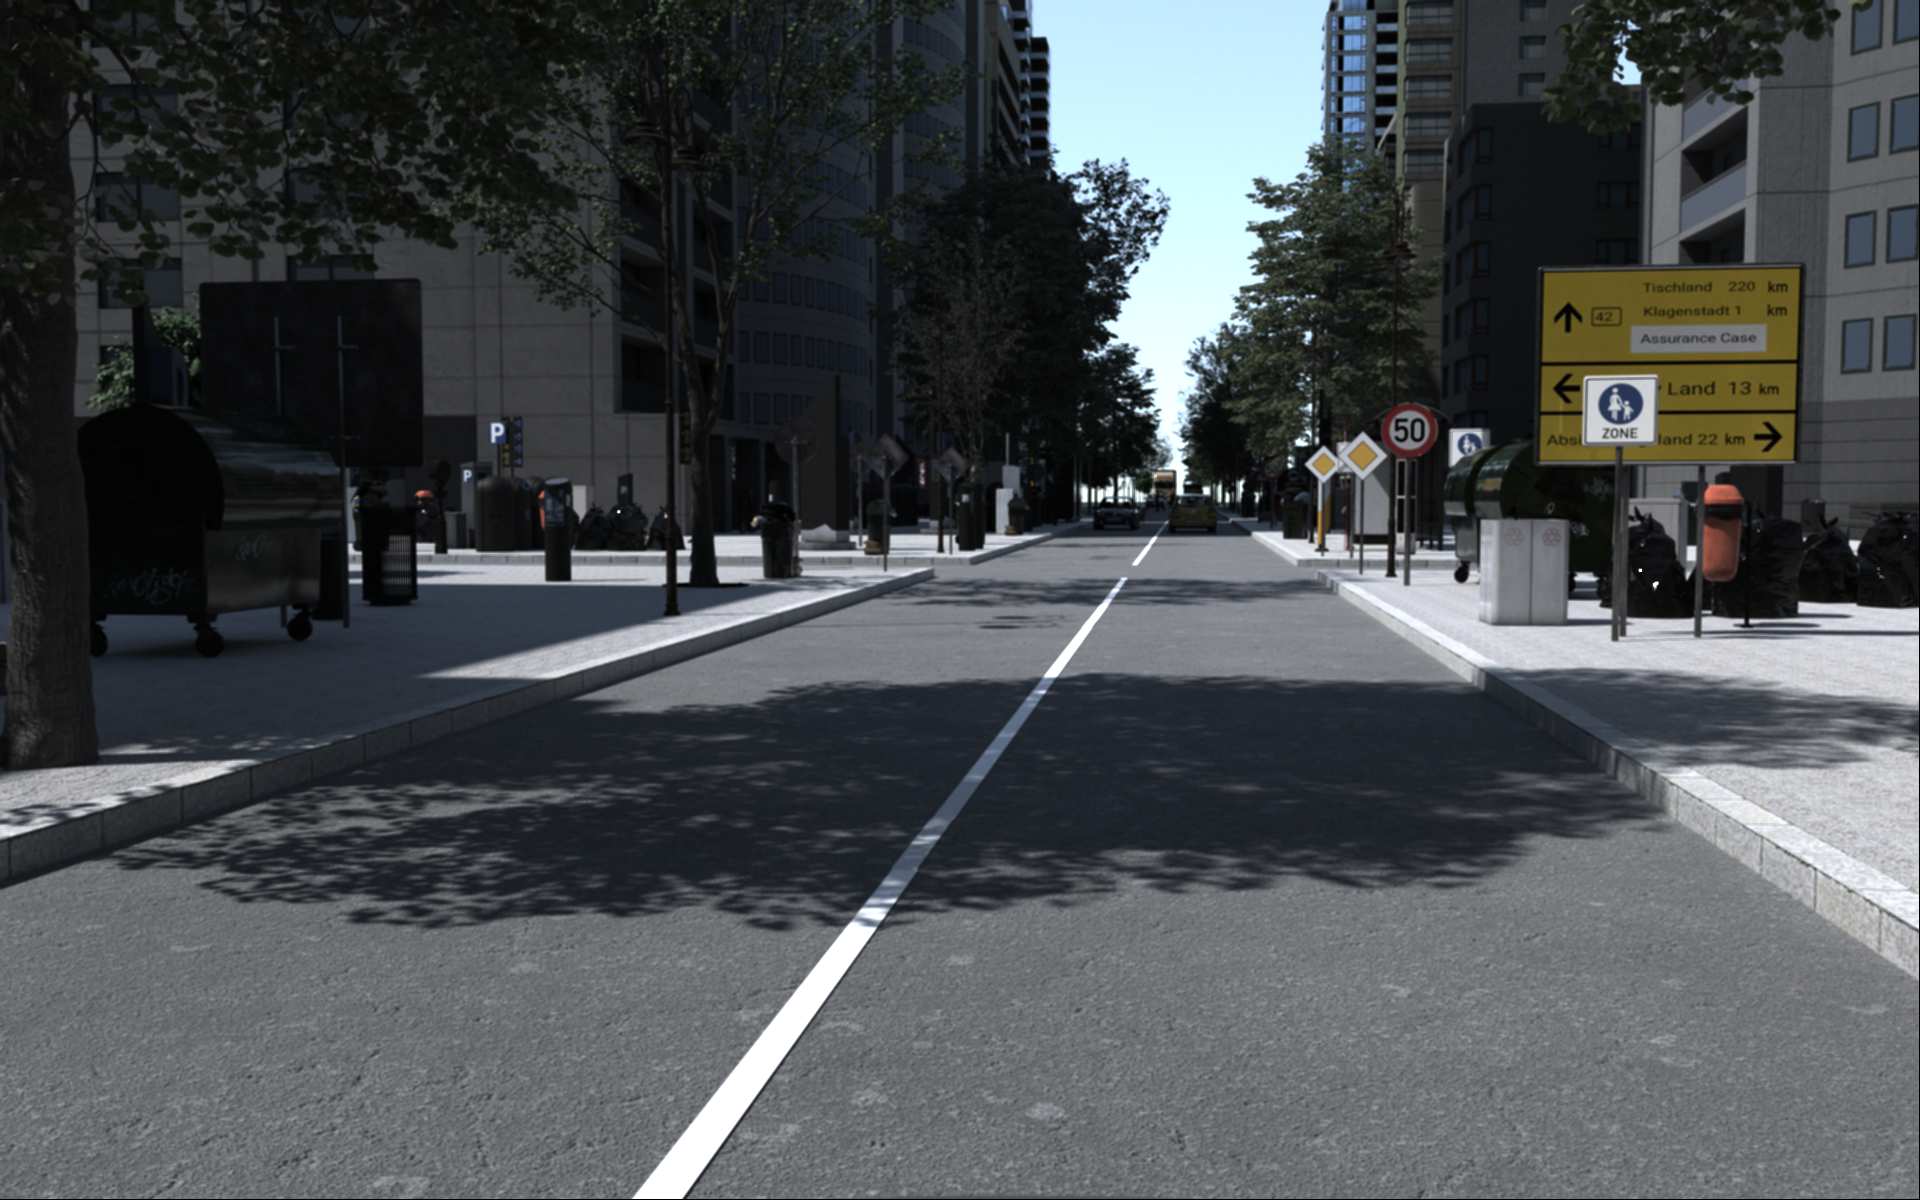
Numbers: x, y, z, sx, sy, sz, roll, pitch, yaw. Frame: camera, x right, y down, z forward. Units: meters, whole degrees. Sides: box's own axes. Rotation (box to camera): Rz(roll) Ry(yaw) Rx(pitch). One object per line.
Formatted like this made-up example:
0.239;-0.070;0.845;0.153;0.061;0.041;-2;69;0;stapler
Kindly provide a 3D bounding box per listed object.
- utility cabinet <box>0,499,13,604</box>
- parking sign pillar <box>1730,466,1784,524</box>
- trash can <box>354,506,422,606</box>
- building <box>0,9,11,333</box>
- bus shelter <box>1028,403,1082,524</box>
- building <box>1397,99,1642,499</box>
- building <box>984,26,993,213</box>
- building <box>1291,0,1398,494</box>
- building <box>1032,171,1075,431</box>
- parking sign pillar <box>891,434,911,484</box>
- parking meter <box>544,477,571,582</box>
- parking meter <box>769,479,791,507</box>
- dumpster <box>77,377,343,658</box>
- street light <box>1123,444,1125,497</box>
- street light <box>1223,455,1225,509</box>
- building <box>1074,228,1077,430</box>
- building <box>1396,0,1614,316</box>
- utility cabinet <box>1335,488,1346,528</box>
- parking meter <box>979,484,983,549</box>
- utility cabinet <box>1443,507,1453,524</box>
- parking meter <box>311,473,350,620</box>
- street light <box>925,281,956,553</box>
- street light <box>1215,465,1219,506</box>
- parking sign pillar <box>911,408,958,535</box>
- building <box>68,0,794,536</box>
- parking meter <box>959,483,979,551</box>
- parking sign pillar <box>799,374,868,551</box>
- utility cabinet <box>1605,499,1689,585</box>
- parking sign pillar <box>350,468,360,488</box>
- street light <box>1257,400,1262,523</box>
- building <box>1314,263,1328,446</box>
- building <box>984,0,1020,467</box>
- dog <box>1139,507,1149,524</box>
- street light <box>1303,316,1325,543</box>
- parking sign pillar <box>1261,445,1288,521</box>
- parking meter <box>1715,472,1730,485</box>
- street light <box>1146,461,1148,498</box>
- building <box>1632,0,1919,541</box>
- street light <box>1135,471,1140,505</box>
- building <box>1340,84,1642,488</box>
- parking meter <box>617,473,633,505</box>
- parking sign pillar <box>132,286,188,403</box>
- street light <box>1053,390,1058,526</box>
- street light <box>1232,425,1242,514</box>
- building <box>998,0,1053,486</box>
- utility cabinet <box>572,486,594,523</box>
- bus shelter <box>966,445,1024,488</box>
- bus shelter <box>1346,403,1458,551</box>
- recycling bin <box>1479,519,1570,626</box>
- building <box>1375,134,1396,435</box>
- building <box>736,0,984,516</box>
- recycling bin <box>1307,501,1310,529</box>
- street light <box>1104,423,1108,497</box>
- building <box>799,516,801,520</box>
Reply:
-11.712;-0.559;20.297;1.020;1.237;0.306;-1;4;-11;utility cabinet
17.688;-3.057;38.461;1.447;3.967;1.447;-1;4;-11;parking sign pillar
-6.596;-0.512;20.018;0.748;1.137;0.748;0;3;0;trash can
-55.071;-23.119;69.879;23.993;40.220;32.217;0;4;7;building
4.396;-6.171;78.536;2.179;5.291;8.768;0;4;7;bus shelter
38.252;-14.955;89.557;27.650;21.520;28.899;0;4;7;building
-4.964;-28.403;147.983;14.154;41.232;14.086;0;4;7;building
55.635;-55.764;224.415;22.319;86.520;31.000;0;4;7;building
8.800;-36.341;244.280;14.600;45.320;14.200;0;4;7;building
-2.575;-5.459;77.719;1.447;3.967;1.447;-3;4;-38;parking sign pillar
-5.923;-1.045;25.496;0.372;1.533;0.369;0;3;0;parking meter
-3.058;-1.290;29.499;0.372;1.533;0.369;0;3;0;parking meter
-6.278;-0.725;14.353;1.502;2.255;1.985;0;4;8;dumpster
13.735;-10.530;144.950;0.468;5.910;1.993;0;4;7;street light
23.400;-11.029;153.111;0.468;5.910;1.993;0;4;7;street light
10.116;-35.179;258.770;14.154;41.232;14.086;0;4;7;building
38.774;-27.092;126.541;14.154;41.232;14.086;0;4;7;building
14.090;-3.406;64.365;1.173;1.500;0.318;-1;4;-12;utility cabinet
0.361;-1.955;40.378;0.372;1.533;0.369;0;3;0;parking meter
20.517;-3.911;72.616;0.318;1.500;1.173;-2;4;-31;utility cabinet
-6.466;-0.571;17.741;0.372;1.533;0.369;0;3;0;parking meter
-0.422;-3.973;37.747;0.468;5.910;1.993;0;4;7;street light
27.615;-12.981;185.030;0.468;5.910;1.993;0;4;7;street light
-0.539;-4.051;54.708;1.447;3.967;1.447;1;4;20;parking sign pillar
-17.117;-38.147;61.949;20.563;71.187;20.611;0;4;7;building
0.157;-1.879;39.128;0.372;1.533;0.369;0;3;0;parking meter
-3.098;-3.132;39.685;1.447;3.967;1.447;-3;5;-43;parking sign pillar
9.466;-0.778;23.886;1.020;1.237;0.306;3;5;43;utility cabinet
-37.816;-7.186;105.970;1.447;3.967;1.447;-2;4;-33;parking sign pillar
13.449;-6.411;77.609;0.468;5.910;1.993;0;4;7;street light
64.638;-34.278;252.328;32.217;40.220;23.993;0;4;7;building
-5.860;-33.185;166.275;21.300;48.544;21.600;0;4;7;building
8.723;-4.107;83.994;0.513;0.831;0.800;-2;4;-24;dog
9.218;-4.431;45.227;0.468;5.910;1.993;0;4;7;street light
14.972;-5.743;82.368;1.447;3.967;1.447;-2;4;-34;parking sign pillar
20.216;-2.461;45.952;0.255;1.863;0.399;0;4;-4;parking meter
24.458;-15.568;227.321;0.468;5.910;1.993;0;4;7;street light
37.580;-31.174;51.692;28.212;58.520;21.231;0;4;7;building
20.297;-13.615;195.394;0.468;5.910;1.993;0;4;7;street light
51.905;-28.542;158.537;32.217;40.220;23.993;0;4;7;building
-9.441;-2.638;48.847;0.399;1.863;0.255;1;4;9;parking meter
-10.681;-2.124;23.204;1.447;3.967;1.447;-1;4;-14;parking sign pillar
3.887;-5.974;70.455;0.468;5.910;1.993;0;4;7;street light
17.632;-8.364;109.542;0.468;5.910;1.993;0;4;7;street light
1.424;-55.570;221.239;22.319;86.520;31.000;0;4;7;building
-10.304;-2.311;46.456;1.173;1.500;0.318;3;4;36;utility cabinet
1.415;-4.799;72.385;2.014;3.302;5.546;0;4;7;bus shelter
10.402;-2.900;41.340;2.014;3.302;5.546;0;4;7;bus shelter
5.580;-0.282;17.158;0.722;1.027;0.722;0;4;6;recycling bin
40.885;-22.587;141.001;14.160;30.474;14.107;0;4;7;building
-10.281;-35.771;126.862;21.231;58.520;28.212;0;4;7;building
12.599;-3.154;64.128;0.722;1.027;0.722;2;4;29;recycling bin
9.417;-8.570;112.909;0.468;5.910;1.993;0;4;7;street light
-15.731;-33.809;94.783;21.231;58.520;28.212;0;4;7;building
